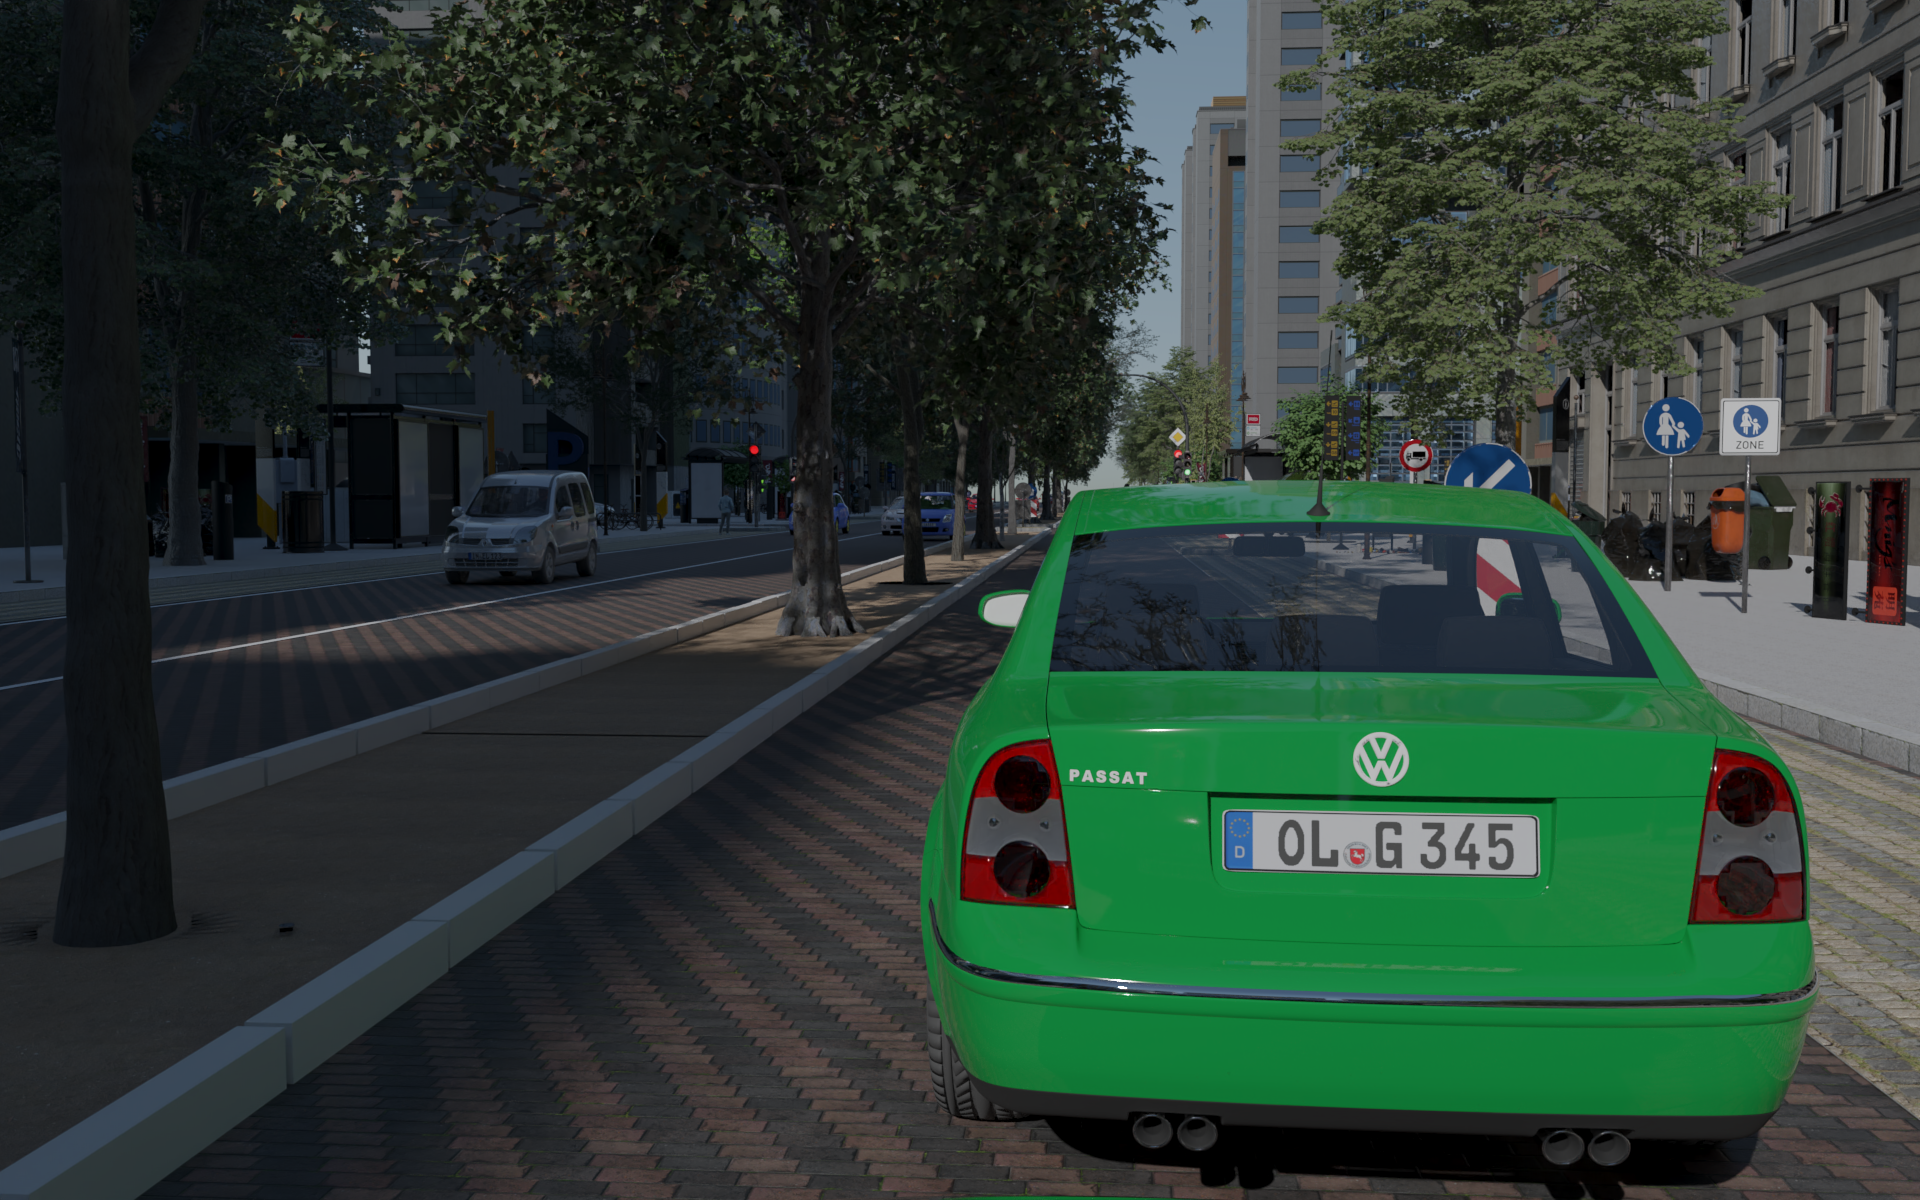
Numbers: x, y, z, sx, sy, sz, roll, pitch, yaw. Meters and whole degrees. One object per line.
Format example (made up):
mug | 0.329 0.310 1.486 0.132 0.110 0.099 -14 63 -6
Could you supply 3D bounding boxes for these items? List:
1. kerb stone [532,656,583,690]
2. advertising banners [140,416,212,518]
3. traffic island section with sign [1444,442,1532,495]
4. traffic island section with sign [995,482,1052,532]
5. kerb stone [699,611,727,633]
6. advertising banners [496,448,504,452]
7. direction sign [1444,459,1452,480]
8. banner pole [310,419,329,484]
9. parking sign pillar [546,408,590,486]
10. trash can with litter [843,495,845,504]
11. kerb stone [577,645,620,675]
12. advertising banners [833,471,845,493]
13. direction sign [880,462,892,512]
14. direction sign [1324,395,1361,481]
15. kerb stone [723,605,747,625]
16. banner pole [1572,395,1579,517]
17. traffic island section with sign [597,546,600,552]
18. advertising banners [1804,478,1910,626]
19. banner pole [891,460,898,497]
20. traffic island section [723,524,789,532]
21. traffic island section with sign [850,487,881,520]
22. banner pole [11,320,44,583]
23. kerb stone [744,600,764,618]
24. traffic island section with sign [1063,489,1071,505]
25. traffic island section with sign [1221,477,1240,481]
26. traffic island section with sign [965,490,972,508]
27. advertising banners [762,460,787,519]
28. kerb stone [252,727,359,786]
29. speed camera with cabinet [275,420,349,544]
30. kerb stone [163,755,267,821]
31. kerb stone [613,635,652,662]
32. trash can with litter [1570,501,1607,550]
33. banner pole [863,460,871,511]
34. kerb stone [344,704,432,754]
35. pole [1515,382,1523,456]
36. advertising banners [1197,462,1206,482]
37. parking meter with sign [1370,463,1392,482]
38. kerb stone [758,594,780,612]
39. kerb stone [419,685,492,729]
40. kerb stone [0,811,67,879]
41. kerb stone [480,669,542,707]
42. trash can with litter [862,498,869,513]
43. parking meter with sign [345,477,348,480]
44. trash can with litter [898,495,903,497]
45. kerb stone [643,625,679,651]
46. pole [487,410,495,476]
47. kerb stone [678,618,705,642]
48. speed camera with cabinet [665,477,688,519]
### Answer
kerb stone | -3.063 0.560 13.037 0.120 0.150 1.000 0 4 5
advertising banners | -17.789 -2.626 39.123 0.090 3.025 2.074 3 5 43
traffic island section with sign | 4.027 -0.337 14.142 1.989 1.847 2.006 0 4 5
traffic island section with sign | 2.379 -3.561 66.356 2.006 1.907 1.989 0 4 5
kerb stone | -2.637 0.248 18.139 0.120 0.150 1.000 0 4 5
advertising banners | -17.606 -4.193 64.742 0.090 3.025 2.074 1 4 18
direction sign | 31.455 -7.276 110.967 0.876 3.537 0.379 0 4 6
banner pole | -18.541 -3.702 50.538 0.863 3.779 0.401 -3 4 -38
parking sign pillar | -12.305 -4.029 54.347 1.447 3.967 1.447 0 4 -5
trash can with litter | -9.700 -8.061 142.854 1.678 1.210 2.233 1 4 15
kerb stone | -2.975 0.504 14.056 0.120 0.150 1.000 0 4 5
advertising banners | -9.829 -8.409 133.676 2.074 3.025 0.090 -1 4 -19
direction sign | -5.244 -7.977 122.413 0.876 3.537 0.379 0 4 3
direction sign | 8.790 -2.927 39.851 0.876 3.537 0.379 -1 4 -11
kerb stone | -2.548 0.185 19.169 0.120 0.150 1.000 0 4 5
banner pole | 15.486 -3.279 43.623 0.401 3.779 0.863 1 4 19
traffic island section with sign | -9.918 -2.062 42.347 1.989 1.847 2.006 0 4 5
advertising banners | 9.105 -1.272 16.991 0.090 3.025 2.074 -1 4 -14
banner pole | -4.775 -8.398 127.317 0.863 3.779 0.401 3 4 36
traffic island section | -7.893 -2.733 66.964 2.009 0.180 2.903 0 4 5
traffic island section with sign | -5.387 -5.430 97.411 1.989 1.847 2.006 0 4 5
banner pole | -13.414 -2.124 24.742 0.401 3.779 0.863 -1 4 -18
kerb stone | -2.471 0.130 20.189 0.120 0.150 1.000 0 4 5
traffic island section with sign | 9.158 -8.593 148.624 2.006 1.907 1.989 0 4 5
traffic island section with sign | 6.244 -1.981 41.011 1.989 1.847 2.006 0 4 5
traffic island section with sign | 0.884 -10.083 173.491 1.989 1.847 2.006 0 4 5
advertising banners | -9.090 -5.658 88.693 2.074 3.025 0.090 0 4 -3
kerb stone | -3.392 0.811 8.941 0.120 0.150 1.000 0 4 5
speed camera with cabinet | -16.864 -3.094 44.920 2.038 3.252 0.660 -3 5 -42
kerb stone | -3.481 0.873 7.921 0.120 0.150 1.000 0 4 5
kerb stone | -2.893 0.441 15.075 0.120 0.150 1.000 0 4 5
trash can with litter | 10.495 -1.036 28.331 1.055 1.170 0.624 3 5 45
banner pole | -6.819 -8.454 128.247 0.863 3.779 0.401 3 4 37
kerb stone | -3.308 0.748 9.967 0.120 0.150 1.000 0 4 5
pole | 10.149 -2.314 31.679 0.158 3.312 0.155 0 3 0
advertising banners | 14.119 -6.097 95.877 2.074 3.025 0.090 0 4 6
parking meter with sign | 23.191 -6.143 96.698 1.738 3.016 0.543 1 4 17
kerb stone | -2.390 0.061 21.207 0.120 0.150 1.000 0 4 5
kerb stone | -3.221 0.685 10.996 0.120 0.150 1.000 0 4 5
kerb stone | -3.568 0.935 6.903 0.120 0.150 1.000 0 4 5
kerb stone | -3.141 0.623 12.015 0.120 0.150 1.000 0 4 5
trash can with litter | -6.501 -6.544 118.380 0.624 1.170 1.055 0 4 -3
parking meter with sign | -27.824 -5.090 79.485 1.738 3.016 0.543 3 5 42
trash can with litter | -4.957 -8.449 149.533 1.055 1.170 0.624 -2 4 -32
kerb stone | -2.812 0.373 16.095 0.120 0.150 1.000 0 4 5
pole | -11.455 -2.967 42.347 0.158 3.312 0.155 0 3 0
kerb stone | -2.720 0.316 17.114 0.120 0.150 1.000 0 4 5
speed camera with cabinet | -14.620 -5.942 91.488 0.660 3.252 2.038 3 5 44
